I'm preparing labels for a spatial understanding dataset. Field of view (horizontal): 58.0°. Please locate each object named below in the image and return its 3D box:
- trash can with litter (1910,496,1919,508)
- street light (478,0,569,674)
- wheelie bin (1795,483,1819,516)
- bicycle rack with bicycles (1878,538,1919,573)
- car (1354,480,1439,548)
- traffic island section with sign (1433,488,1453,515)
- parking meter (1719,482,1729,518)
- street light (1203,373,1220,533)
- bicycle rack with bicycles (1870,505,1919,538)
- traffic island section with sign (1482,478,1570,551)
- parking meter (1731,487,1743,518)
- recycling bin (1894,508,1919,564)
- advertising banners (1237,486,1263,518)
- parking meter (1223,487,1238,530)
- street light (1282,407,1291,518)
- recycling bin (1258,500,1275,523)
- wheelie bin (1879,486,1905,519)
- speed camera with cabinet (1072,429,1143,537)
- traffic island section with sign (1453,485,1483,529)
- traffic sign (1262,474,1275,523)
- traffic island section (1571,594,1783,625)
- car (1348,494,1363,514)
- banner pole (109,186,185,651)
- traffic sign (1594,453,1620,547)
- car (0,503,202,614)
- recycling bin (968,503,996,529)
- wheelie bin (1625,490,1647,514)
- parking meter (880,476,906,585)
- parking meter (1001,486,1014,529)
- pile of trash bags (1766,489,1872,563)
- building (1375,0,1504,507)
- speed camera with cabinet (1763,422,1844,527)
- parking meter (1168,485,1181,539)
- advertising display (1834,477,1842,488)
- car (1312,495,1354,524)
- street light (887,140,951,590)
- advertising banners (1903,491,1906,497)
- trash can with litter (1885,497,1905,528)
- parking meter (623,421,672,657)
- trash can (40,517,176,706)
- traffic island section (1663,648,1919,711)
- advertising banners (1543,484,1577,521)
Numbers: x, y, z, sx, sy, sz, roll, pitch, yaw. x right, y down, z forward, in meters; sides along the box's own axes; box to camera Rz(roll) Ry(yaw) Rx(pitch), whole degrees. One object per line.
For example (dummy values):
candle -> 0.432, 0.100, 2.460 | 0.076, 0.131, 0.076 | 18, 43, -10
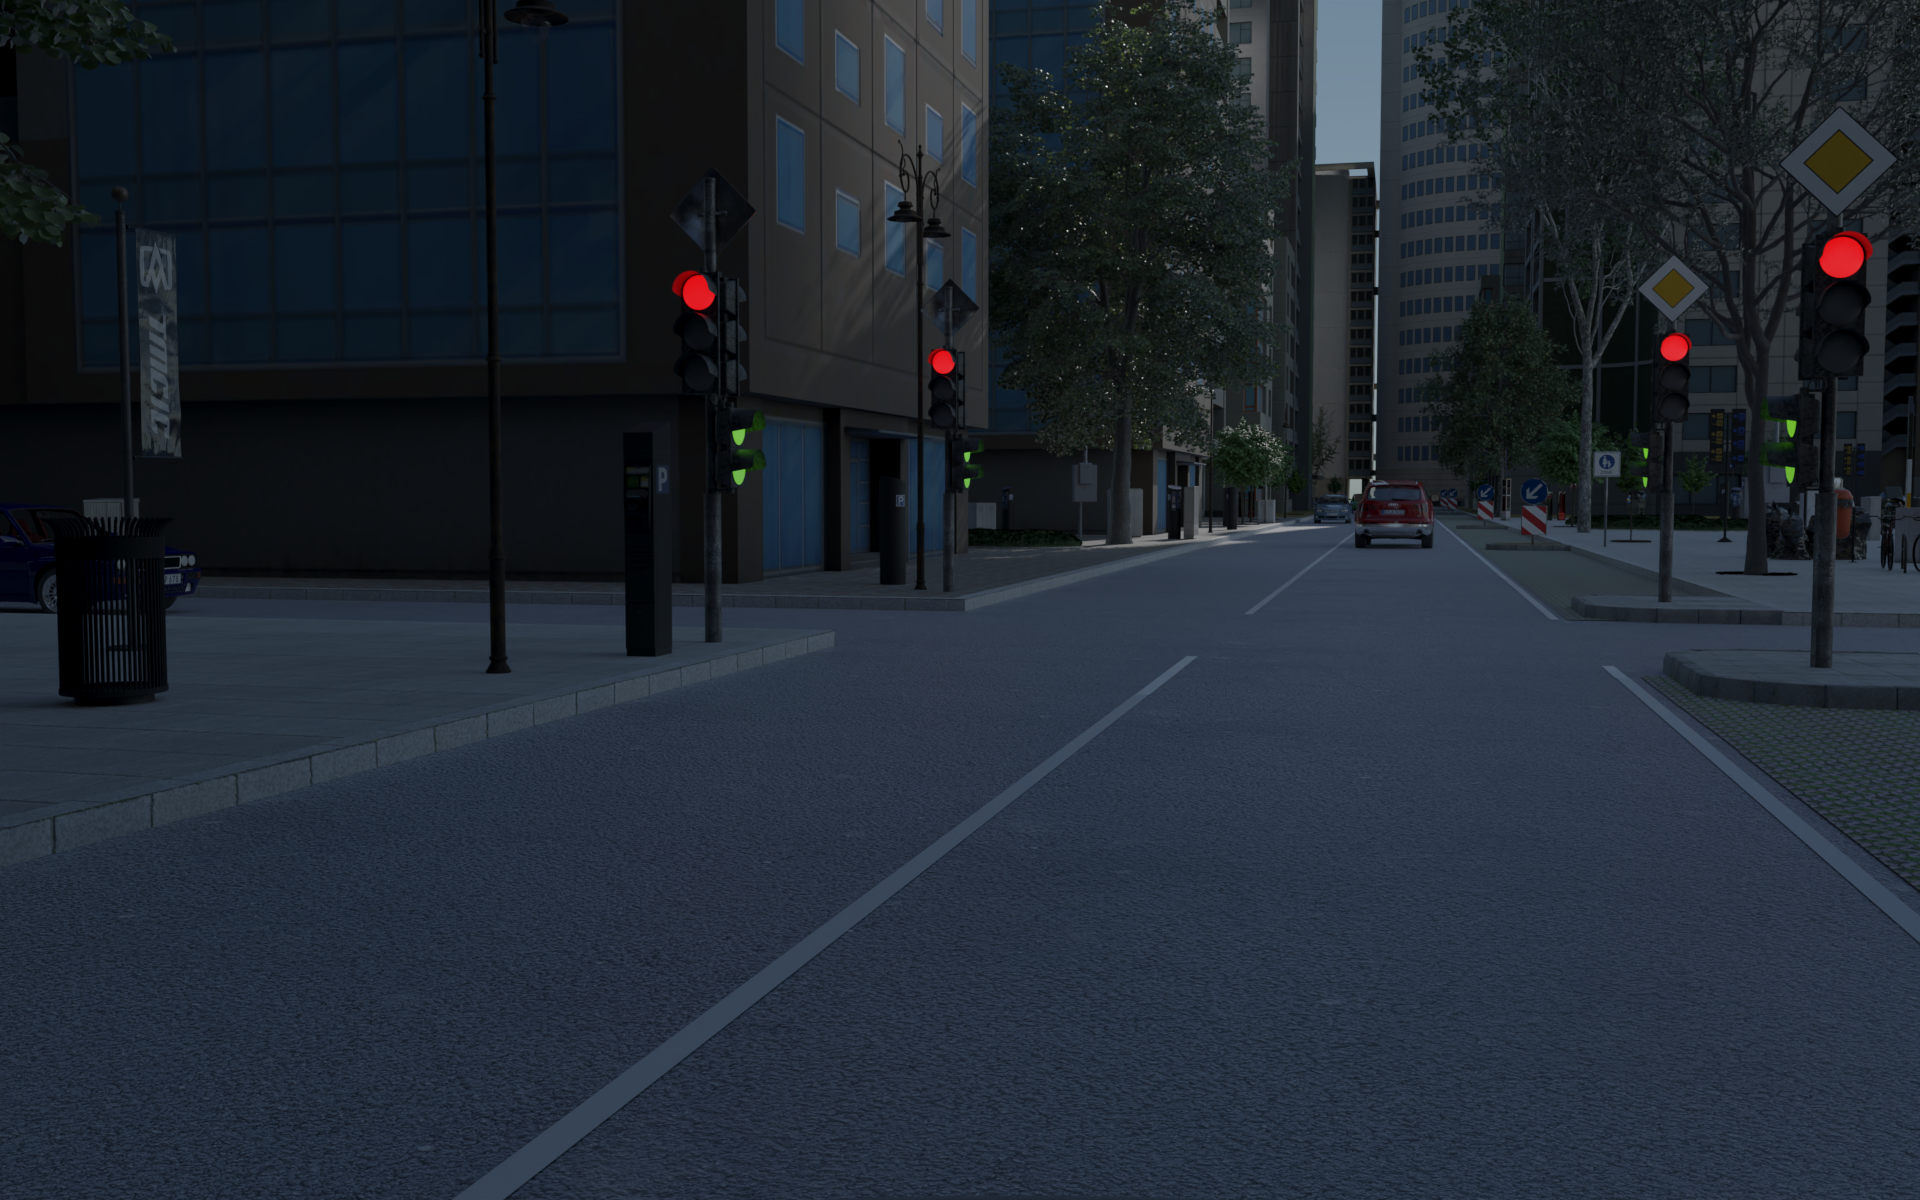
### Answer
trash can with litter -> 46.502, -4.522, 84.990 | 2.233, 1.210, 1.678 | 3, 5, 41
street light -> -3.317, -2.415, 12.270 | 0.468, 5.910, 1.993 | 1, 4, 14
wheelie bin -> 25.176, -2.651, 51.245 | 0.693, 1.594, 0.980 | 0, 4, -6
bicycle rack with bicycles -> 16.303, -0.914, 28.325 | 2.852, 0.926, 2.925 | 2, 4, 28
car -> 11.931, -2.370, 47.421 | 2.281, 1.827, 5.304 | 1, 4, 16
traffic island section with sign -> 33.904, -6.792, 119.672 | 1.989, 1.847, 2.006 | 1, 4, 14
parking meter -> 35.971, -4.640, 81.568 | 0.399, 1.863, 0.255 | 2, 4, 35
street light -> 8.302, -5.165, 57.238 | 0.468, 5.910, 1.993 | 1, 4, 14
bicycle rack with bicycles -> 28.994, -2.567, 55.359 | 2.925, 0.926, 2.852 | -3, 5, -44
traffic island section with sign -> 14.540, -2.188, 44.396 | 1.989, 1.847, 2.006 | 1, 4, 14
parking meter -> 28.696, -3.400, 64.001 | 0.372, 1.533, 0.369 | 0, 3, 0
recycling bin -> 17.980, -1.207, 32.287 | 0.722, 1.027, 0.722 | -1, 4, -15
advertising banners -> 15.783, -5.974, 93.866 | 0.090, 3.025, 2.074 | -2, 4, -35
parking meter -> 9.813, -3.305, 62.450 | 0.372, 1.533, 0.369 | 0, 3, 0
street light -> 17.317, -7.295, 92.066 | 0.468, 5.910, 1.993 | 1, 4, 14
recycling bin -> 13.441, -3.879, 75.970 | 0.722, 1.027, 0.722 | 1, 4, 14
wheelie bin -> 38.655, -3.913, 71.891 | 0.980, 1.594, 0.693 | 1, 4, 9
speed camera with cabinet -> 4.384, -3.496, 51.503 | 2.038, 3.252, 0.660 | 0, 4, -4
traffic island section with sign -> 21.341, -3.804, 70.830 | 1.989, 1.847, 2.006 | 1, 4, 14
traffic sign -> 13.315, -4.610, 75.474 | 0.768, 2.556, 0.104 | 1, 4, 19
traffic island section -> 8.394, 0.104, 20.573 | 2.009, 0.180, 2.903 | 1, 4, 14
car -> 29.674, -7.282, 127.854 | 1.959, 1.807, 4.718 | 1, 4, 13
banner pole -> -6.766, -1.492, 14.412 | 0.401, 3.779, 0.863 | 1, 4, 17
traffic sign -> 15.641, -2.435, 41.934 | 0.606, 2.300, 0.079 | 1, 4, 20
car -> -11.224, -0.501, 20.774 | 3.894, 1.354, 1.945 | 1, 4, 13
recycling bin -> 0.566, -2.301, 50.182 | 0.722, 1.027, 0.722 | -2, 4, -31
wheelie bin -> 29.957, -4.207, 76.692 | 0.980, 1.594, 0.693 | -3, 4, -36
parking meter -> -0.955, -0.990, 24.590 | 0.372, 1.533, 0.369 | 0, 3, 0
parking meter -> 1.453, -2.728, 53.015 | 0.372, 1.533, 0.369 | 0, 3, 0
pile of trash bags -> 16.808, -1.476, 33.884 | 1.912, 1.369, 3.447 | 1, 4, 12
building -> 58.505, -39.148, 182.063 | 28.212, 58.520, 21.231 | 1, 4, 14
speed camera with cabinet -> 22.231, -3.145, 45.760 | 2.038, 3.252, 0.660 | 1, 4, 11
parking meter -> 6.126, -2.510, 49.448 | 0.372, 1.533, 0.369 | 0, 3, 0
advertising display -> 33.812, -3.784, 67.077 | 0.974, 1.923, 0.123 | -2, 4, -35
car -> 18.466, -4.507, 85.685 | 2.014, 1.417, 4.499 | 1, 4, 14
street light -> -0.529, -3.076, 23.076 | 0.468, 5.910, 1.993 | 1, 4, 14
advertising banners -> 42.950, -5.041, 78.610 | 0.090, 3.025, 2.074 | 2, 4, 33
trash can with litter -> 35.379, -3.294, 65.239 | 1.055, 1.170, 0.624 | -2, 4, -35
parking meter -> -2.480, -0.492, 13.756 | 0.255, 1.863, 0.399 | 1, 4, 15
trash can -> -5.221, 0.061, 10.660 | 0.748, 1.137, 0.748 | 0, 3, 0
traffic island section -> 6.405, 0.578, 12.839 | 2.009, 0.180, 2.903 | 1, 4, 14
advertising banners -> 29.174, -5.372, 84.025 | 2.074, 3.025, 0.090 | -1, 4, -20
